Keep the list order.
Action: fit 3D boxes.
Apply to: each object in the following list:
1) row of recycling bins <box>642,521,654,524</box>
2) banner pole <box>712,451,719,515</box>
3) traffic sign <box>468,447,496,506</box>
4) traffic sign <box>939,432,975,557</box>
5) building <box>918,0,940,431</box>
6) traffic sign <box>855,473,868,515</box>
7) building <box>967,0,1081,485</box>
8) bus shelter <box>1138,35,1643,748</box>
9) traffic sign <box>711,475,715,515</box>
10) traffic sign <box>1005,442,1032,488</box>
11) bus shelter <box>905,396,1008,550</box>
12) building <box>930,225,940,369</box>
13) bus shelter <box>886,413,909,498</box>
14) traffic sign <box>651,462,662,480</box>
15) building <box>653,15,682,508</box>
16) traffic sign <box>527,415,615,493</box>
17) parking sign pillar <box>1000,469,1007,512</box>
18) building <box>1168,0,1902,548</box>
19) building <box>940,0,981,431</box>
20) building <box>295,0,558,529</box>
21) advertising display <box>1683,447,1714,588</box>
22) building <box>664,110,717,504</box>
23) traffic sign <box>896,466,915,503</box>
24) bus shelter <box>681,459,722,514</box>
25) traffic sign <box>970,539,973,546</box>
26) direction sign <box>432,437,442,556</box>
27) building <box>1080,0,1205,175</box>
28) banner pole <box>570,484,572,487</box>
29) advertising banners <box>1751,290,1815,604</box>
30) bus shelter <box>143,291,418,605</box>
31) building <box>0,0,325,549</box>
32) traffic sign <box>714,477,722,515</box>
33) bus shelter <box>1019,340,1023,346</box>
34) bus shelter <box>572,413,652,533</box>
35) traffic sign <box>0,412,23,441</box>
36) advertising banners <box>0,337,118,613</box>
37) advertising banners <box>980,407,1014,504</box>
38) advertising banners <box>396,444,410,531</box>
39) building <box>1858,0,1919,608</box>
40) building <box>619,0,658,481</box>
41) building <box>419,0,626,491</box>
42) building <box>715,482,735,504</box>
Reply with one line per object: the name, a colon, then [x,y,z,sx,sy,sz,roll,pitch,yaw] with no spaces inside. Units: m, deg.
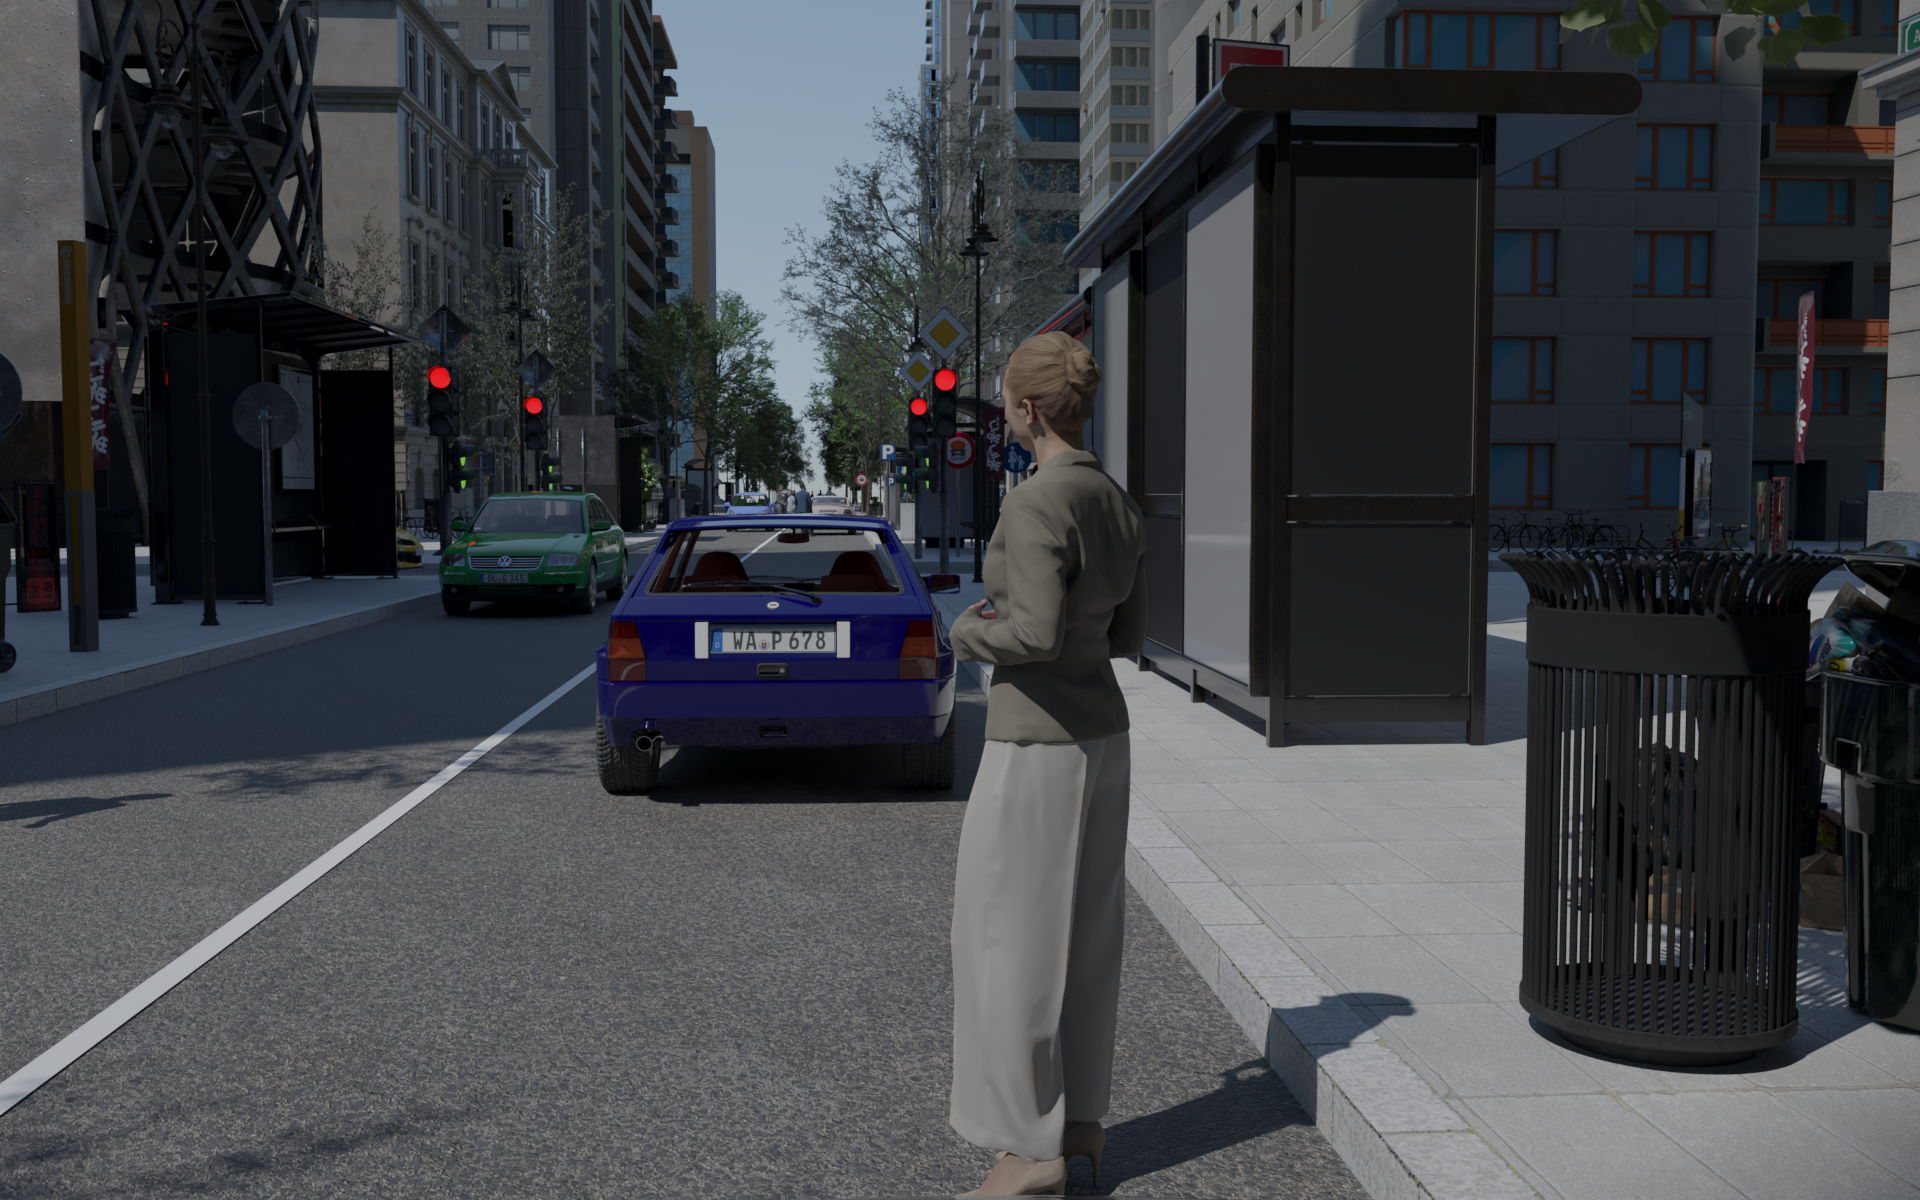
row of recycling bins: [-13.935,-4.211,75.960,1.069,1.692,3.534,0,4,-3]
banner pole: [-13.719,-6.551,97.131,0.401,3.779,0.863,-3,4,-38]
traffic sign: [-10.393,-2.172,37.646,0.606,2.300,0.079,0,4,1]
traffic sign: [-0.039,-2.157,35.369,0.768,2.556,0.104,0,4,0]
building: [2.818,-57.474,252.371,22.319,86.520,31.000,0,4,-4]
traffic sign: [-6.063,-6.531,106.880,0.768,2.556,0.104,0,4,2]
building: [12.222,-31.464,134.048,23.786,49.044,30.456,0,4,-4]
bus shelter: [2.050,-2.157,12.899,2.179,5.291,8.768,0,4,-4]
traffic sign: [-15.556,-6.629,108.482,0.768,2.556,0.104,0,4,-3]
traffic sign: [1.377,-2.599,42.592,0.768,2.556,0.104,0,4,0]
bus shelter: [-0.111,-2.732,38.587,2.014,3.302,5.546,0,4,-4]
building: [8.897,-32.650,225.704,32.217,40.220,23.993,0,4,-4]
bus shelter: [-2.579,-6.373,81.830,2.179,5.291,8.768,0,4,-4]
traffic sign: [-12.368,-4.249,69.572,0.768,2.556,0.104,0,4,1]
building: [-37.095,-30.695,156.483,22.147,44.769,28.867,0,4,-4]
traffic sign: [-10.065,-3.116,44.811,2.265,3.308,0.079,0,4,-1]
parking sign pillar: [2.294,-6.146,88.958,1.447,3.967,1.447,3,5,41]
building: [23.508,-12.835,54.892,28.899,21.520,27.650,0,4,-4]
building: [8.584,-37.973,162.851,21.231,58.520,28.212,0,4,-4]
building: [-26.730,-15.929,79.531,14.460,24.649,34.723,0,4,-4]
advertising display: [10.234,-1.150,24.014,0.123,1.923,0.974,3,4,37]
building: [-36.364,-34.003,206.051,14.600,45.320,14.200,0,4,-4]
traffic sign: [-1.948,-3.882,63.571,0.768,2.556,0.104,0,4,2]
bus shelter: [-15.132,-6.589,101.650,2.014,3.302,5.546,0,4,-4]
traffic sign: [0.286,-2.590,42.358,0.884,2.594,0.081,0,4,-1]
direction sign: [-10.842,-2.699,36.125,0.379,3.537,0.876,-1,4,-14]
building: [19.842,-24.876,98.609,32.217,40.220,23.993,0,4,-4]
banner pole: [-18.086,-5.601,81.590,0.863,3.779,0.401,3,4,36]
advertising banners: [7.566,-1.209,15.961,0.090,3.025,2.074,1,4,14]
bus shelter: [-8.828,-1.950,23.158,1.731,3.624,6.357,0,4,-4]
building: [-26.919,-11.036,47.897,16.820,18.784,16.811,0,4,-4]
traffic sign: [-15.143,-6.511,107.642,0.795,2.450,0.064,0,4,-3]
bus shelter: [1.995,-2.698,21.743,2.179,5.291,8.768,0,4,-4]
bus shelter: [-10.668,-3.804,53.484,1.731,3.624,6.357,0,4,-4]
traffic sign: [-9.479,-0.957,16.832,0.795,2.450,0.064,0,4,4]
advertising banners: [-10.050,-1.381,18.763,0.090,3.025,2.074,2,4,31]
advertising banners: [1.376,-2.350,34.615,2.074,3.025,0.090,1,4,22]
advertising banners: [-19.170,-3.883,59.677,0.090,3.025,2.074,0,4,-4]
building: [16.766,-13.443,7.183,14.401,28.519,23.554,0,4,-4]
building: [-34.970,-31.044,131.269,21.300,48.544,21.600,0,4,-4]
building: [-30.086,-26.324,113.993,14.154,41.232,14.086,0,4,-4]
building: [-49.015,-34.083,249.138,32.217,40.220,23.993,0,4,-4]
